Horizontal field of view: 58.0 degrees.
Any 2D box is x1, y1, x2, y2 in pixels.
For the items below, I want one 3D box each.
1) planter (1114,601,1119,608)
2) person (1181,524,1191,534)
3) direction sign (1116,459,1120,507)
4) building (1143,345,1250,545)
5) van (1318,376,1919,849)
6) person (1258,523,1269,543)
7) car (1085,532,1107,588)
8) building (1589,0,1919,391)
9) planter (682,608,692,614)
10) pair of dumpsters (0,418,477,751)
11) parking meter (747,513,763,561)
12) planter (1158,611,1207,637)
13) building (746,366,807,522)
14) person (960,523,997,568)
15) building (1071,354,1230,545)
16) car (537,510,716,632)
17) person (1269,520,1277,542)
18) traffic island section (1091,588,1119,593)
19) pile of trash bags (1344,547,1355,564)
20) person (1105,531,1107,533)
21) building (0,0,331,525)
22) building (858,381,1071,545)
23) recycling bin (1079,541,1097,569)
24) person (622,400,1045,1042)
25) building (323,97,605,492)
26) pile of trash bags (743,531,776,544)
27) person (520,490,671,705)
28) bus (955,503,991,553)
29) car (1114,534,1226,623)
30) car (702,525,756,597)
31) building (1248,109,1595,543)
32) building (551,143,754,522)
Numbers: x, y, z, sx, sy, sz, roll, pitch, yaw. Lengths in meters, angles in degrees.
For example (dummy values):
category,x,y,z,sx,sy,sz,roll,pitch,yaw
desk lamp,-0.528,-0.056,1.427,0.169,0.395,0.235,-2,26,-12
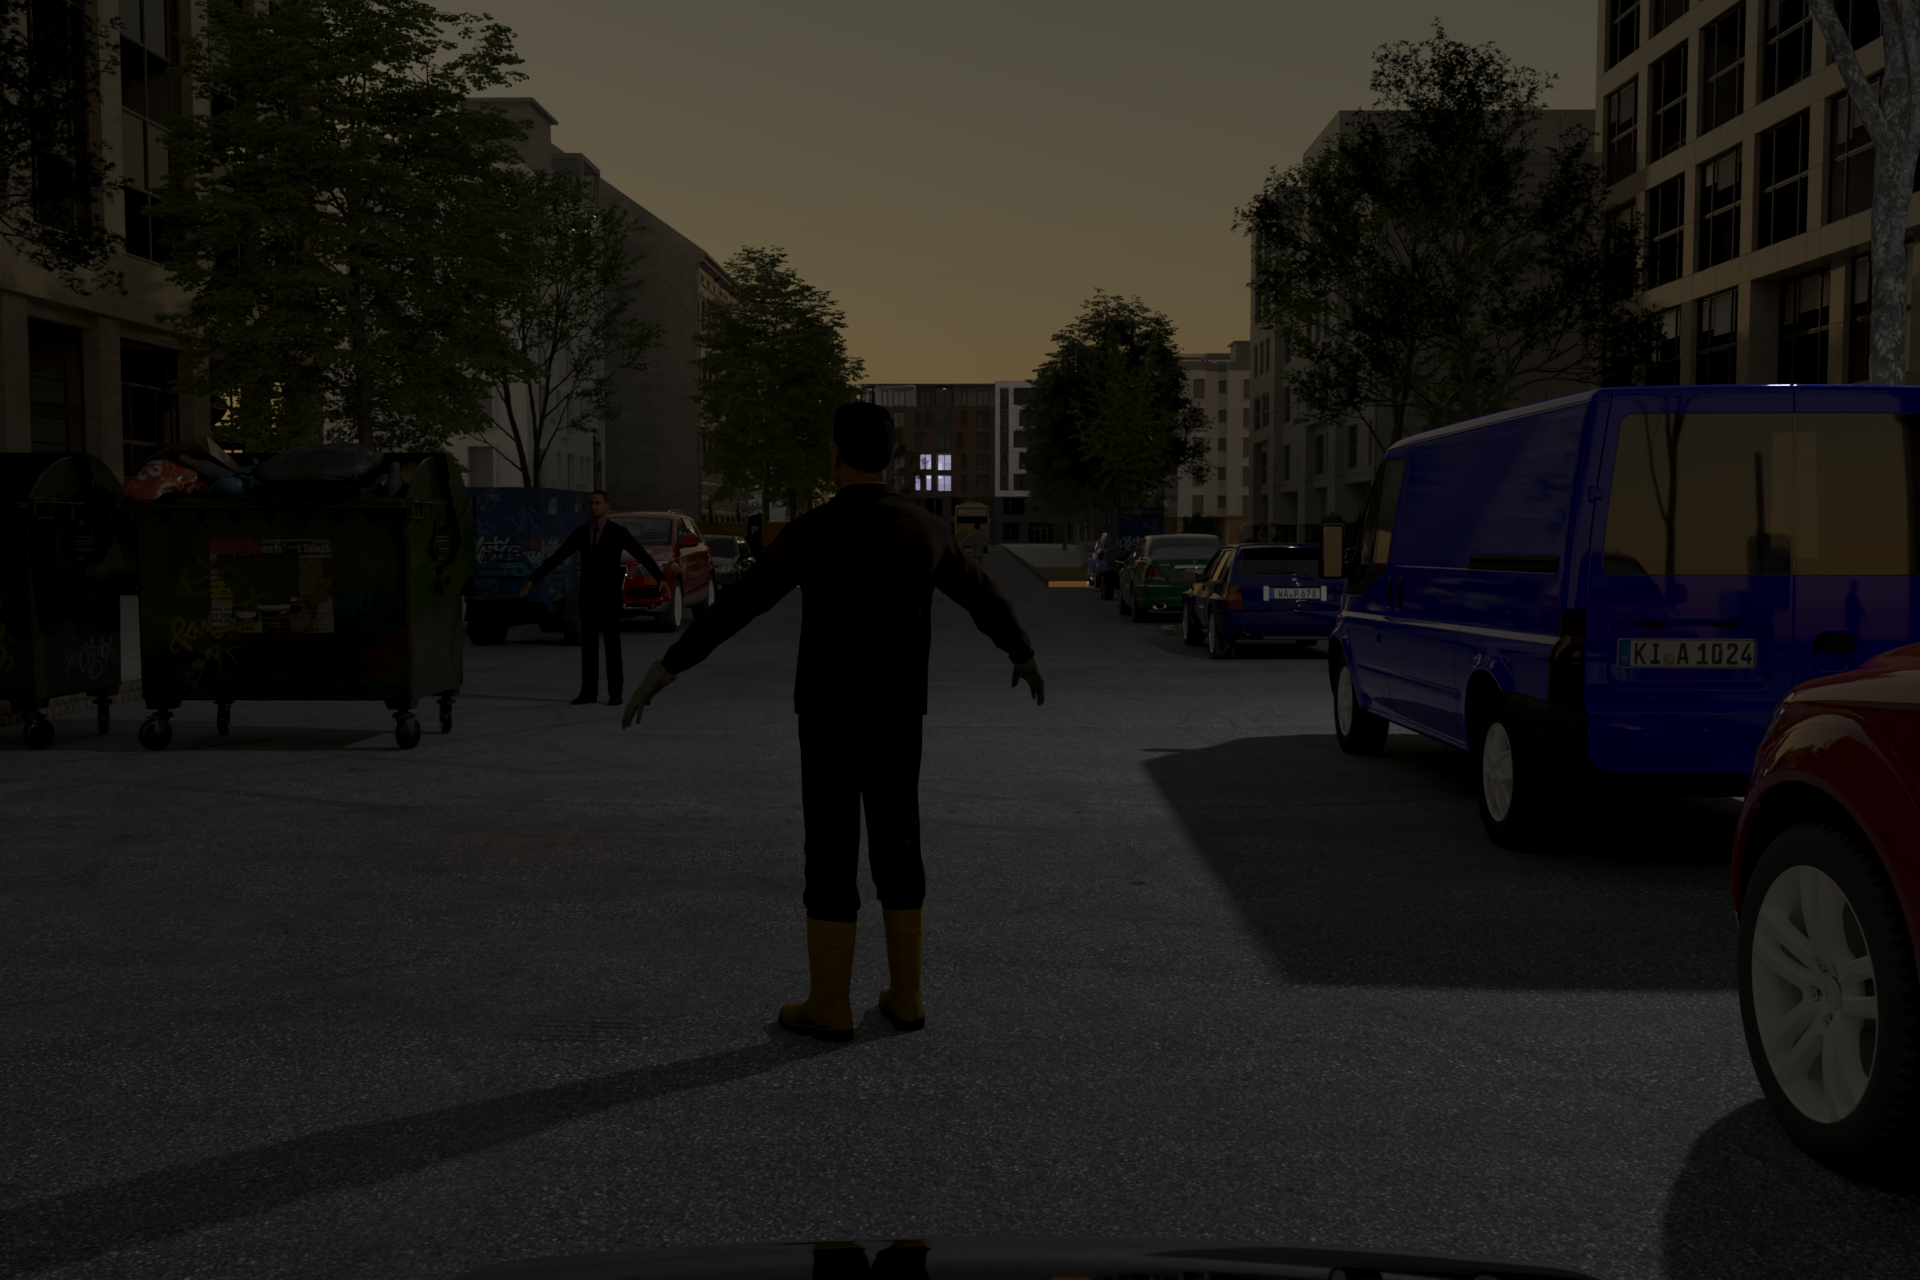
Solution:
category,x,y,z,sx,sy,sz,roll,pitch,yaw
planter,4.066,-0.800,34.226,1.991,0.319,1.994,0,4,2
person,10.869,-4.658,82.291,1.348,1.813,0.705,-2,4,-23
direction sign,4.843,-3.731,52.996,0.379,3.537,0.876,0,4,0
building,24.185,-19.881,181.468,16.016,20.090,11.380,0,4,0
van,3.398,-0.314,9.515,2.240,2.365,5.245,0,4,1
person,12.870,-4.070,73.344,0.721,1.733,1.217,2,4,26
car,4.327,-2.246,46.306,1.945,1.707,3.694,0,4,0
building,29.865,-14.416,38.898,19.351,26.588,34.151,0,4,1
planter,-5.681,-0.669,32.071,1.991,0.319,1.994,0,4,2
pair of dumpsters,-5.705,-0.423,11.873,4.436,2.255,1.574,0,4,1
parking meter,-5.588,-2.535,47.159,0.399,1.863,0.255,0,4,1
planter,3.888,-0.231,24.910,1.991,0.319,1.994,0,4,0
building,-25.574,-21.035,174.857,19.493,23.208,18.063,0,4,2
person,0.566,-2.984,57.439,1.347,1.806,0.705,0,4,-7
building,27.482,-22.547,212.618,27.936,21.610,32.646,0,4,1
car,-5.089,-1.116,26.919,2.281,1.827,5.304,0,4,1
person,12.422,-3.853,68.846,0.705,1.847,1.347,1,4,12
traffic island section,4.243,-1.217,42.767,1.991,0.108,1.994,0,4,2
pile of trash bags,7.732,-1.303,31.057,1.912,1.369,3.447,0,4,1
person,6.462,-4.035,75.239,0.599,1.433,0.991,3,4,36
building,-31.644,-16.631,38.140,22.709,31.103,35.509,0,4,0
building,2.672,-24.305,243.821,32.646,21.610,27.936,0,4,1
recycling bin,4.840,-3.188,64.679,0.722,1.027,0.722,0,3,0
person,-0.295,0.220,4.999,1.346,1.812,0.704,-2,4,-29
building,-23.573,-13.464,76.562,16.016,20.090,11.380,0,4,2
pile of trash bags,-5.844,-2.476,50.236,1.912,1.369,3.447,0,4,1
person,-3.041,-0.361,14.578,1.346,1.802,0.704,1,4,12
bus,0.972,-8.753,134.656,2.896,3.916,12.252,0,4,1
car,3.720,-1.076,29.394,2.131,1.459,4.920,0,4,1
car,-5.413,-1.693,37.467,2.009,1.686,4.222,0,4,1
building,24.309,-13.119,80.947,16.747,18.905,31.486,0,4,1
building,-23.126,-16.608,102.476,19.493,23.208,18.063,0,4,1
